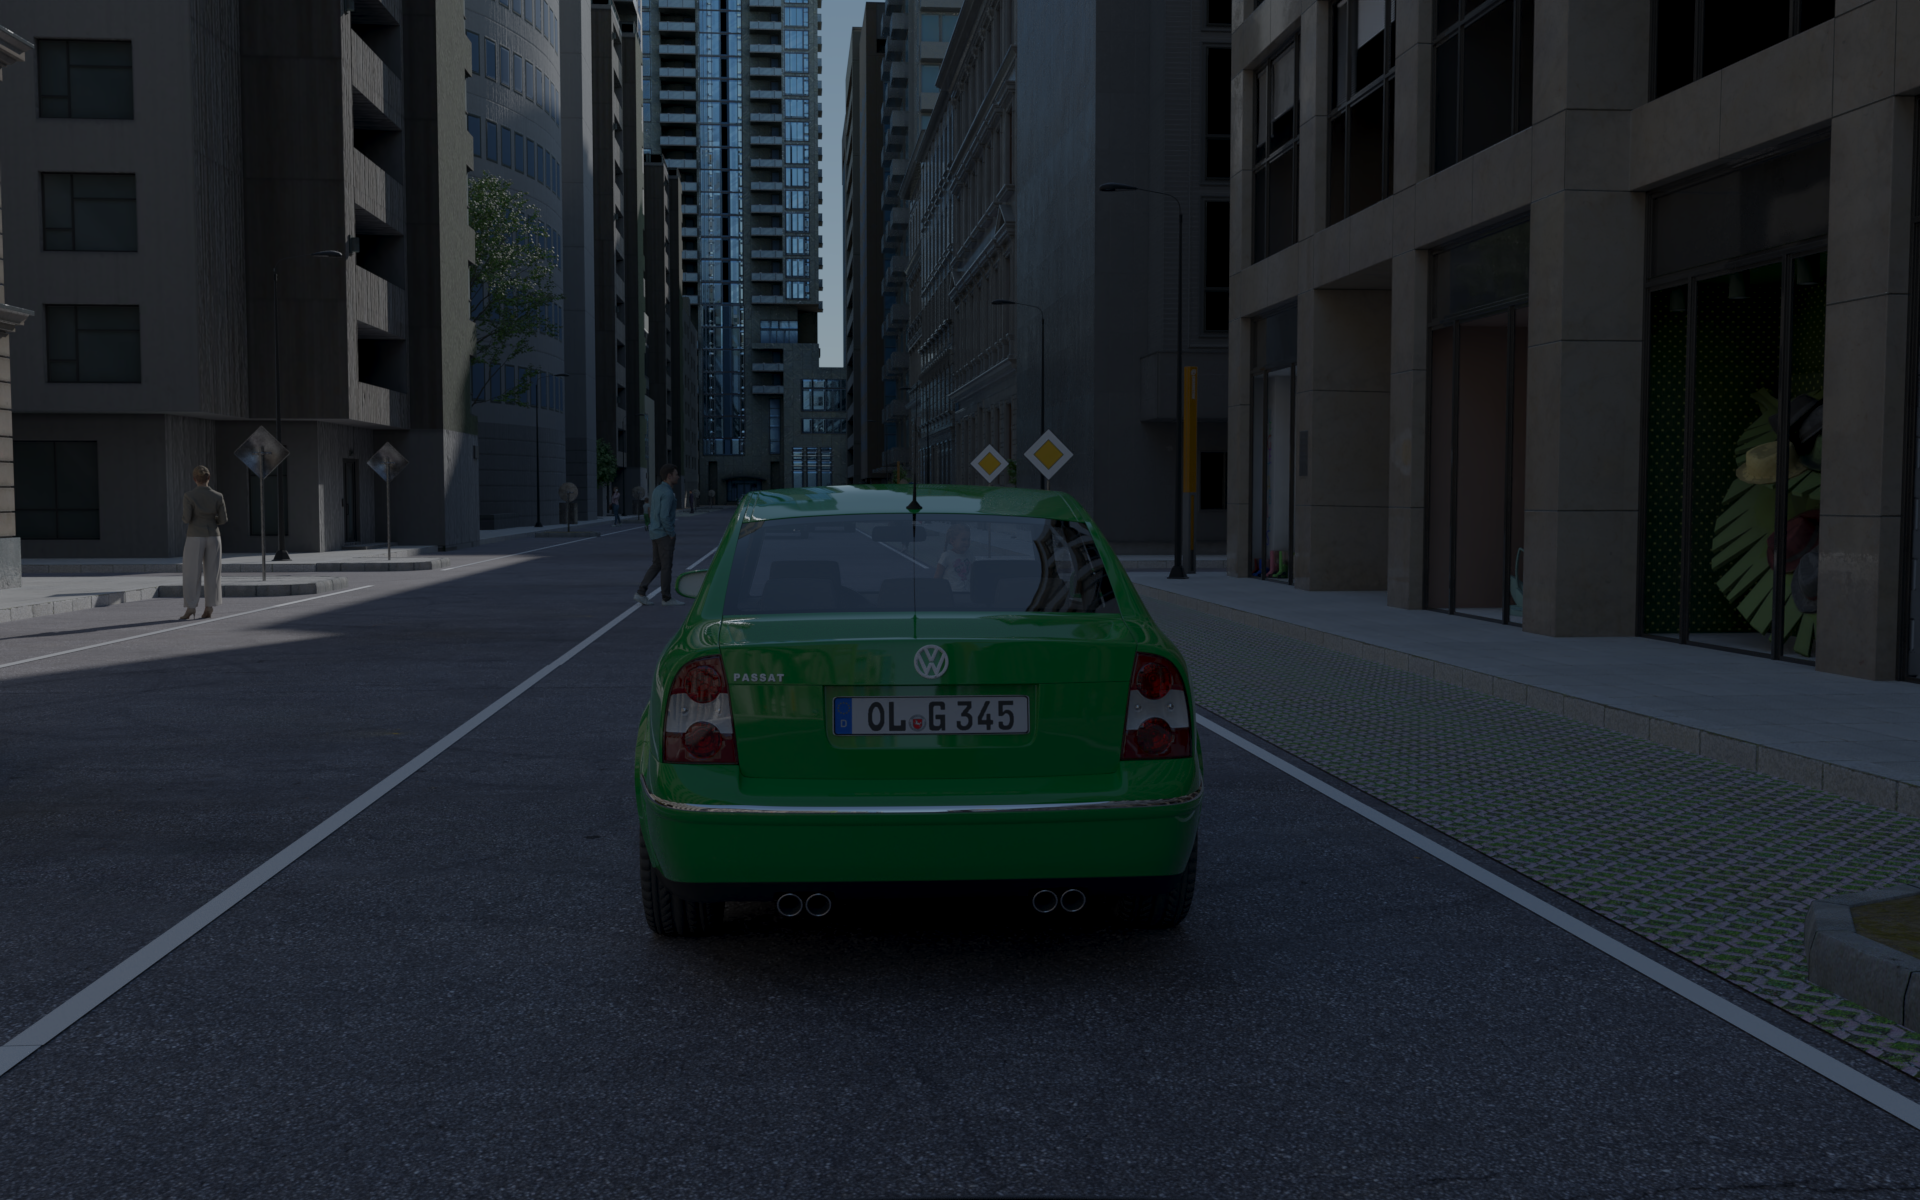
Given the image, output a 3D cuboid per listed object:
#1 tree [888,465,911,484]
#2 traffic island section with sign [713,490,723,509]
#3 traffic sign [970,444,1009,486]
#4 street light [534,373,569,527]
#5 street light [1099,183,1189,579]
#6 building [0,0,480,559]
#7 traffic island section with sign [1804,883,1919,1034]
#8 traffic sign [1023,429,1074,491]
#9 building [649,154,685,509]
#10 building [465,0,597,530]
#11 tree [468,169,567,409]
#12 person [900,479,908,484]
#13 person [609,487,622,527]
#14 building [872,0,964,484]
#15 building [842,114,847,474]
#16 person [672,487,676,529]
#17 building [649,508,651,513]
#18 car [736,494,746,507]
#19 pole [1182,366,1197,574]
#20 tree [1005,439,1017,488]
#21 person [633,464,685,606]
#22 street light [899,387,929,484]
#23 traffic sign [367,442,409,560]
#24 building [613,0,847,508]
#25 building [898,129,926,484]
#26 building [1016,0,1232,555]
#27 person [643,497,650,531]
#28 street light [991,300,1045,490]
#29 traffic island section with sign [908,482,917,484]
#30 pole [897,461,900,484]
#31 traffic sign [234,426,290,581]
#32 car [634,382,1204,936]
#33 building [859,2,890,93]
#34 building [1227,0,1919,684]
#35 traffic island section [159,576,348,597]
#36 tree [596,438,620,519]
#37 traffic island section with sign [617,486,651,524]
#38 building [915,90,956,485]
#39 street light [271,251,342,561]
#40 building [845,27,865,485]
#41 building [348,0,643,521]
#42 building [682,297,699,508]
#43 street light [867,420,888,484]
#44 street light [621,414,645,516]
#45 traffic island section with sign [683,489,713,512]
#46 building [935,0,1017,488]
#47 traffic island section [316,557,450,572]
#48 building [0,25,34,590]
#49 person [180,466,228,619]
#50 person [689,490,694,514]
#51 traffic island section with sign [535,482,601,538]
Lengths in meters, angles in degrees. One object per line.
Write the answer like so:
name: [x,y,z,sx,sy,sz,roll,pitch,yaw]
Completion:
tree: [-4.173,-7.428,116.047,1.663,3.219,1.824,0,3,0]
traffic island section with sign: [-23.194,-9.396,162.256,1.989,1.847,2.006,0,4,-6]
traffic sign: [0.588,-1.893,34.598,0.795,2.450,0.064,0,4,-6]
street light: [-15.733,-5.762,66.745,1.470,5.913,1.316,0,4,-6]
street light: [2.769,-3.274,26.066,1.470,5.913,1.316,0,4,-6]
building: [-19.584,-16.373,39.394,14.160,30.474,14.107,0,4,-6]
traffic island section with sign: [3.510,0.241,4.682,1.989,1.847,2.006,0,4,-6]
traffic sign: [1.356,-1.407,26.650,0.795,2.450,0.064,0,4,-6]
building: [-30.894,-22.909,146.262,14.160,30.474,14.107,0,4,-6]
building: [-27.276,-32.299,70.082,21.231,58.520,28.212,0,4,-6]
tree: [-15.554,-7.743,52.355,9.928,11.665,9.643,0,3,0]
person: [-1.433,-2.061,42.383,0.709,1.800,0.728,-1,4,-9]
person: [-15.121,-4.108,76.258,0.643,1.750,0.593,-3,4,-37]
building: [5.381,-31.516,134.898,23.786,49.044,30.456,0,4,-6]
building: [-6.304,-33.674,200.684,14.200,45.320,14.600,0,4,-6]
person: [-11.124,-3.536,66.535,0.478,1.798,0.641,2,4,28]
building: [-32.716,-49.464,121.402,22.319,86.520,31.000,0,4,-6]
car: [-17.681,-8.143,144.943,2.131,1.459,4.920,0,4,-5]
pole: [3.690,-2.076,27.791,0.158,3.312,0.155,0,3,0]
tree: [1.903,-3.401,50.212,1.663,3.219,1.824,0,3,0]
person: [-3.876,-0.840,22.256,0.620,1.820,0.660,-2,4,-31]
street light: [-1.935,-6.288,75.356,1.470,5.913,1.316,0,4,-6]
traffic sign: [-11.055,-1.826,33.497,0.795,2.450,0.064,0,4,-6]
building: [-29.096,-54.291,200.324,31.000,86.520,22.319,0,4,-6]
building: [2.536,-16.604,100.357,11.050,23.489,19.941,0,4,-6]
building: [17.092,-13.651,42.264,30.058,24.678,14.314,0,4,-6]
person: [-12.077,-3.301,66.723,0.306,1.304,0.590,0,4,7]
street light: [1.448,-4.221,41.561,1.470,5.913,1.316,0,4,-6]
traffic island section with sign: [-1.767,-3.091,59.162,1.989,1.847,2.006,0,4,-6]
pole: [-3.813,-6.948,107.437,0.158,3.312,0.155,0,3,0]
traffic sign: [-10.286,-1.340,25.549,0.795,2.450,0.064,0,4,-6]
car: [-0.231,0.108,7.034,1.959,1.807,4.718,0,4,-4]
building: [-1.858,-31.002,156.998,14.600,45.320,14.200,0,4,-6]
building: [15.379,-12.595,10.447,19.350,26.468,34.151,0,4,-6]
traffic island section: [-10.309,-0.204,25.609,2.009,0.180,2.903,0,4,-6]
tree: [-19.528,-6.569,91.117,4.285,4.588,4.351,0,3,0]
traffic island section with sign: [-15.733,-4.671,85.006,1.989,1.847,2.006,0,4,-6]
building: [3.418,-14.202,81.361,9.793,20.994,18.267,0,4,-6]
street light: [-12.502,-3.709,33.175,1.470,5.913,1.316,0,4,-6]
building: [-0.508,-33.717,174.979,21.300,48.544,21.600,0,4,-6]
building: [-25.948,-20.098,100.307,14.160,30.474,14.107,0,4,-6]
building: [-40.997,-19.848,169.556,28.899,21.520,27.650,0,4,-6]
street light: [-5.140,-8.349,109.047,1.470,5.913,1.316,0,4,-6]
street light: [-18.904,-7.803,100.113,1.470,5.913,1.316,0,4,-6]
traffic island section with sign: [-20.602,-7.755,135.425,1.989,1.847,2.006,0,4,-6]
building: [5.740,-13.799,61.772,11.583,22.565,21.152,0,4,-6]
traffic island section: [-11.077,-0.690,33.557,2.009,0.180,2.903,0,4,-6]
building: [-29.277,-12.065,16.353,34.723,24.649,14.460,0,4,-6]
person: [-8.741,-0.668,19.977,0.519,1.759,0.362,-3,5,-42]
person: [-19.681,-7.181,126.828,0.530,1.710,0.541,1,4,15]
traffic island section with sign: [-13.120,-3.024,58.078,1.989,1.847,2.006,0,4,-6]
